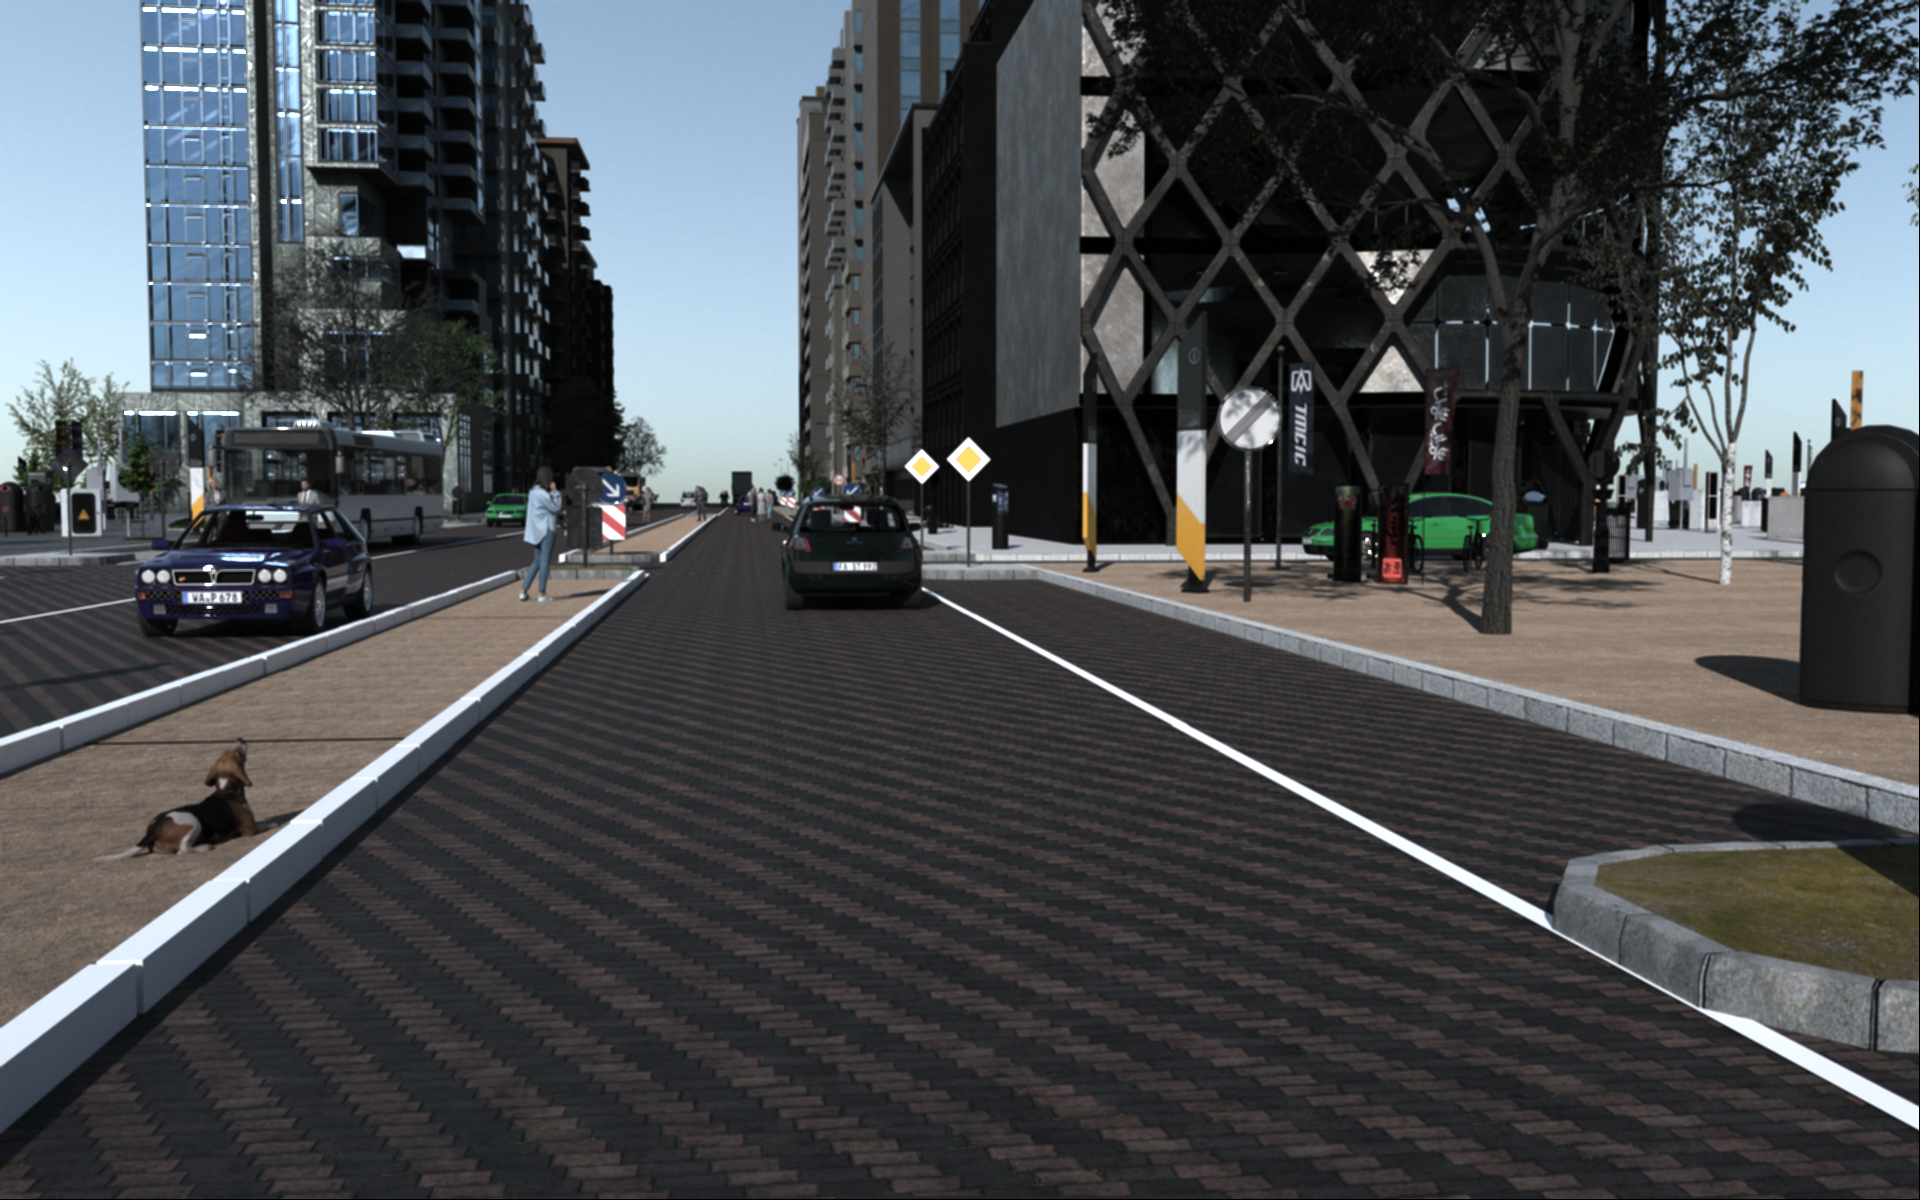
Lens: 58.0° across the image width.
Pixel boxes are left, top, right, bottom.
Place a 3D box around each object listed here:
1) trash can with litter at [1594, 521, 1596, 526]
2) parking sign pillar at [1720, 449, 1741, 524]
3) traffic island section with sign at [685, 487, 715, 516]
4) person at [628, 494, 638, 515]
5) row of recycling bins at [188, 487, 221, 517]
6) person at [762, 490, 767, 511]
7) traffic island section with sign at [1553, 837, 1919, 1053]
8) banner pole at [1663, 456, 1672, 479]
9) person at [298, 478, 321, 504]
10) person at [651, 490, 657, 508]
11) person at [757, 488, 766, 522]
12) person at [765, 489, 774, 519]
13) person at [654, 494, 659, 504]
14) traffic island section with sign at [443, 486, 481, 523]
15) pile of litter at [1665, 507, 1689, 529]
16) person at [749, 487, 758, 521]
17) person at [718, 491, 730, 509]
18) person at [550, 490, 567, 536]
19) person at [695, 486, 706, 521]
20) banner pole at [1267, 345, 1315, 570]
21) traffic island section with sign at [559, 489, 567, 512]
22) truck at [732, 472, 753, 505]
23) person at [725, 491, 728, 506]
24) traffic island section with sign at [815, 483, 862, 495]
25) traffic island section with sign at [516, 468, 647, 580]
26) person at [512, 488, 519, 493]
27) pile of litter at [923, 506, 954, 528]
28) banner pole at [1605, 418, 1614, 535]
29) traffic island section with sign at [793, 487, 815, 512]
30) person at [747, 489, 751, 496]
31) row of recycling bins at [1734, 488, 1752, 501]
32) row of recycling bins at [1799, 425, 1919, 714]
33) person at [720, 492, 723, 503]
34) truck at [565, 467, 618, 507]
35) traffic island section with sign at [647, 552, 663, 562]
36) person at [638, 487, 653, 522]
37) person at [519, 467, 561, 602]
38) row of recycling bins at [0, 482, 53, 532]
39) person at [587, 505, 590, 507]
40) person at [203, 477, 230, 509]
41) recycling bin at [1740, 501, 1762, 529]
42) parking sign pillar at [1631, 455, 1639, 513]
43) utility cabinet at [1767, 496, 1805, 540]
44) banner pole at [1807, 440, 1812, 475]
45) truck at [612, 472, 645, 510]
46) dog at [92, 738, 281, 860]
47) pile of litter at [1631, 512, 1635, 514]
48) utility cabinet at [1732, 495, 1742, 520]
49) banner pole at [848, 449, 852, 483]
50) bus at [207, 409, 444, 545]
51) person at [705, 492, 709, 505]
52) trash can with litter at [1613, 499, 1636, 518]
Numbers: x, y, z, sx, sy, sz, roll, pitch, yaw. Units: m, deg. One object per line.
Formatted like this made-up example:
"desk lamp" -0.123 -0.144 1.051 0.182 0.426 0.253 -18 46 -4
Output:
"trash can with litter" 24.905 -3.620 70.237 2.233 1.210 1.678 3 4 37
"parking sign pillar" 33.017 -5.257 74.425 1.447 3.967 1.447 2 4 27
"traffic island section with sign" -16.755 -6.336 111.733 2.006 1.907 1.989 0 4 -7
"person" -22.614 -6.599 119.632 0.697 1.427 0.421 -1 4 -15
"row of recycling bins" -41.814 -5.470 96.547 3.534 1.692 1.069 3 4 37
"person" -16.236 -8.255 143.914 0.683 1.767 0.568 -2 4 -31
"traffic island section with sign" 2.983 0.202 5.325 1.989 1.847 2.006 0 4 -7
"banner pole" 46.486 -7.580 113.956 0.863 3.779 0.401 -1 4 -20
"person" -14.268 -1.785 37.953 0.678 1.792 0.850 1 4 13
"person" -32.385 -10.600 181.890 1.350 1.814 0.705 -1 4 -14
"person" -10.095 -4.821 87.889 0.480 1.755 0.524 -2 4 -32
"person" -11.210 -5.641 101.574 0.563 1.720 0.643 2 4 24
"person" -42.637 -14.174 243.437 0.799 1.438 0.628 -1 4 -9
"traffic island section with sign" -24.766 -4.704 85.535 1.989 1.847 2.006 0 4 -7
"pile of litter" 26.949 -3.047 63.783 1.719 0.858 1.176 3 4 38
"person" -10.746 -5.016 90.690 0.709 1.800 0.728 -2 4 -29
"person" -22.499 -9.528 165.102 1.217 1.723 0.721 1 4 10
"person" -13.868 -3.129 59.501 0.661 1.843 0.795 3 5 44
"person" -13.521 -5.010 90.217 0.655 1.846 0.447 1 4 20
"banner pole" 5.583 -2.392 29.120 0.863 3.779 0.401 3 4 38
"traffic island section with sign" -30.927 -7.726 134.948 1.989 1.847 2.006 0 4 -7
"truck" -27.961 -14.280 222.385 2.839 4.237 11.283 0 4 -7
"person" -28.130 -12.226 208.332 0.705 1.831 1.348 -3 4 -36
"traffic island section with sign" -3.919 -3.171 60.466 1.989 1.847 2.006 0 4 -7
"traffic island section with sign" -6.524 -1.326 29.821 2.006 1.907 1.989 0 4 -7
"person" -26.945 -5.906 105.038 0.573 1.828 0.580 0 4 8
"pile of litter" -0.963 -3.166 65.730 1.176 0.858 1.719 -2 4 -34
"banner pole" 20.455 -3.948 54.570 0.401 3.779 0.863 0 4 2
"traffic island section with sign" -7.328 -4.840 87.769 1.989 1.847 2.006 0 4 -7
"person" -16.534 -7.814 136.123 0.709 1.838 0.599 -3 4 -36
"row of recycling bins" 51.346 -6.440 112.411 3.534 1.692 1.069 2 4 35
"row of recycling bins" 6.148 -0.131 9.249 1.069 1.692 3.534 -2 4 -29
"person" -36.882 -15.910 268.656 1.348 1.821 0.705 3 5 41
"truck" -26.226 -7.866 124.539 3.469 3.379 9.791 0 4 -7
"traffic island section with sign" -7.433 -1.776 37.173 2.006 1.907 1.989 0 4 -7
"person" -15.984 -4.842 88.029 0.716 1.782 0.532 0 4 -6
"person" -5.579 -0.869 22.969 0.793 1.790 0.793 1 4 20
"row of recycling bins" -32.575 -3.140 58.448 3.534 1.692 1.069 -1 4 -16
"person" -15.707 -3.926 72.706 0.654 1.822 0.581 0 4 -7
"person" -15.943 -1.743 37.180 0.537 1.800 0.526 -2 4 -24
"recycling bin" 29.683 -3.203 64.931 0.722 1.027 0.722 2 4 26
"parking sign pillar" 46.082 -7.952 118.489 1.447 3.967 1.447 1 4 13
"utility cabinet" 23.449 -2.318 49.064 0.306 1.237 1.020 -3 5 -42
"banner pole" 39.171 -5.497 79.890 0.401 3.779 0.863 3 4 39
"truck" -29.639 -9.664 153.922 3.469 3.379 9.791 -1 4 -9
"dog" -3.160 0.802 7.077 0.748 0.427 0.550 -2 4 -27
"pile of litter" 44.886 -6.105 113.789 1.719 0.858 1.176 0 4 -7
"utility cabinet" 36.505 -4.336 82.049 0.306 1.237 1.020 -2 4 -23
"banner pole" -6.185 -6.541 96.959 0.401 3.779 0.863 1 4 11
"bus" -16.178 -3.087 45.332 2.948 3.499 13.247 0 4 -5
"person" -34.789 -13.945 237.188 1.217 1.739 0.721 2 4 33
"trash can with litter" 36.245 -5.086 94.221 1.678 1.210 2.233 -3 4 -36
